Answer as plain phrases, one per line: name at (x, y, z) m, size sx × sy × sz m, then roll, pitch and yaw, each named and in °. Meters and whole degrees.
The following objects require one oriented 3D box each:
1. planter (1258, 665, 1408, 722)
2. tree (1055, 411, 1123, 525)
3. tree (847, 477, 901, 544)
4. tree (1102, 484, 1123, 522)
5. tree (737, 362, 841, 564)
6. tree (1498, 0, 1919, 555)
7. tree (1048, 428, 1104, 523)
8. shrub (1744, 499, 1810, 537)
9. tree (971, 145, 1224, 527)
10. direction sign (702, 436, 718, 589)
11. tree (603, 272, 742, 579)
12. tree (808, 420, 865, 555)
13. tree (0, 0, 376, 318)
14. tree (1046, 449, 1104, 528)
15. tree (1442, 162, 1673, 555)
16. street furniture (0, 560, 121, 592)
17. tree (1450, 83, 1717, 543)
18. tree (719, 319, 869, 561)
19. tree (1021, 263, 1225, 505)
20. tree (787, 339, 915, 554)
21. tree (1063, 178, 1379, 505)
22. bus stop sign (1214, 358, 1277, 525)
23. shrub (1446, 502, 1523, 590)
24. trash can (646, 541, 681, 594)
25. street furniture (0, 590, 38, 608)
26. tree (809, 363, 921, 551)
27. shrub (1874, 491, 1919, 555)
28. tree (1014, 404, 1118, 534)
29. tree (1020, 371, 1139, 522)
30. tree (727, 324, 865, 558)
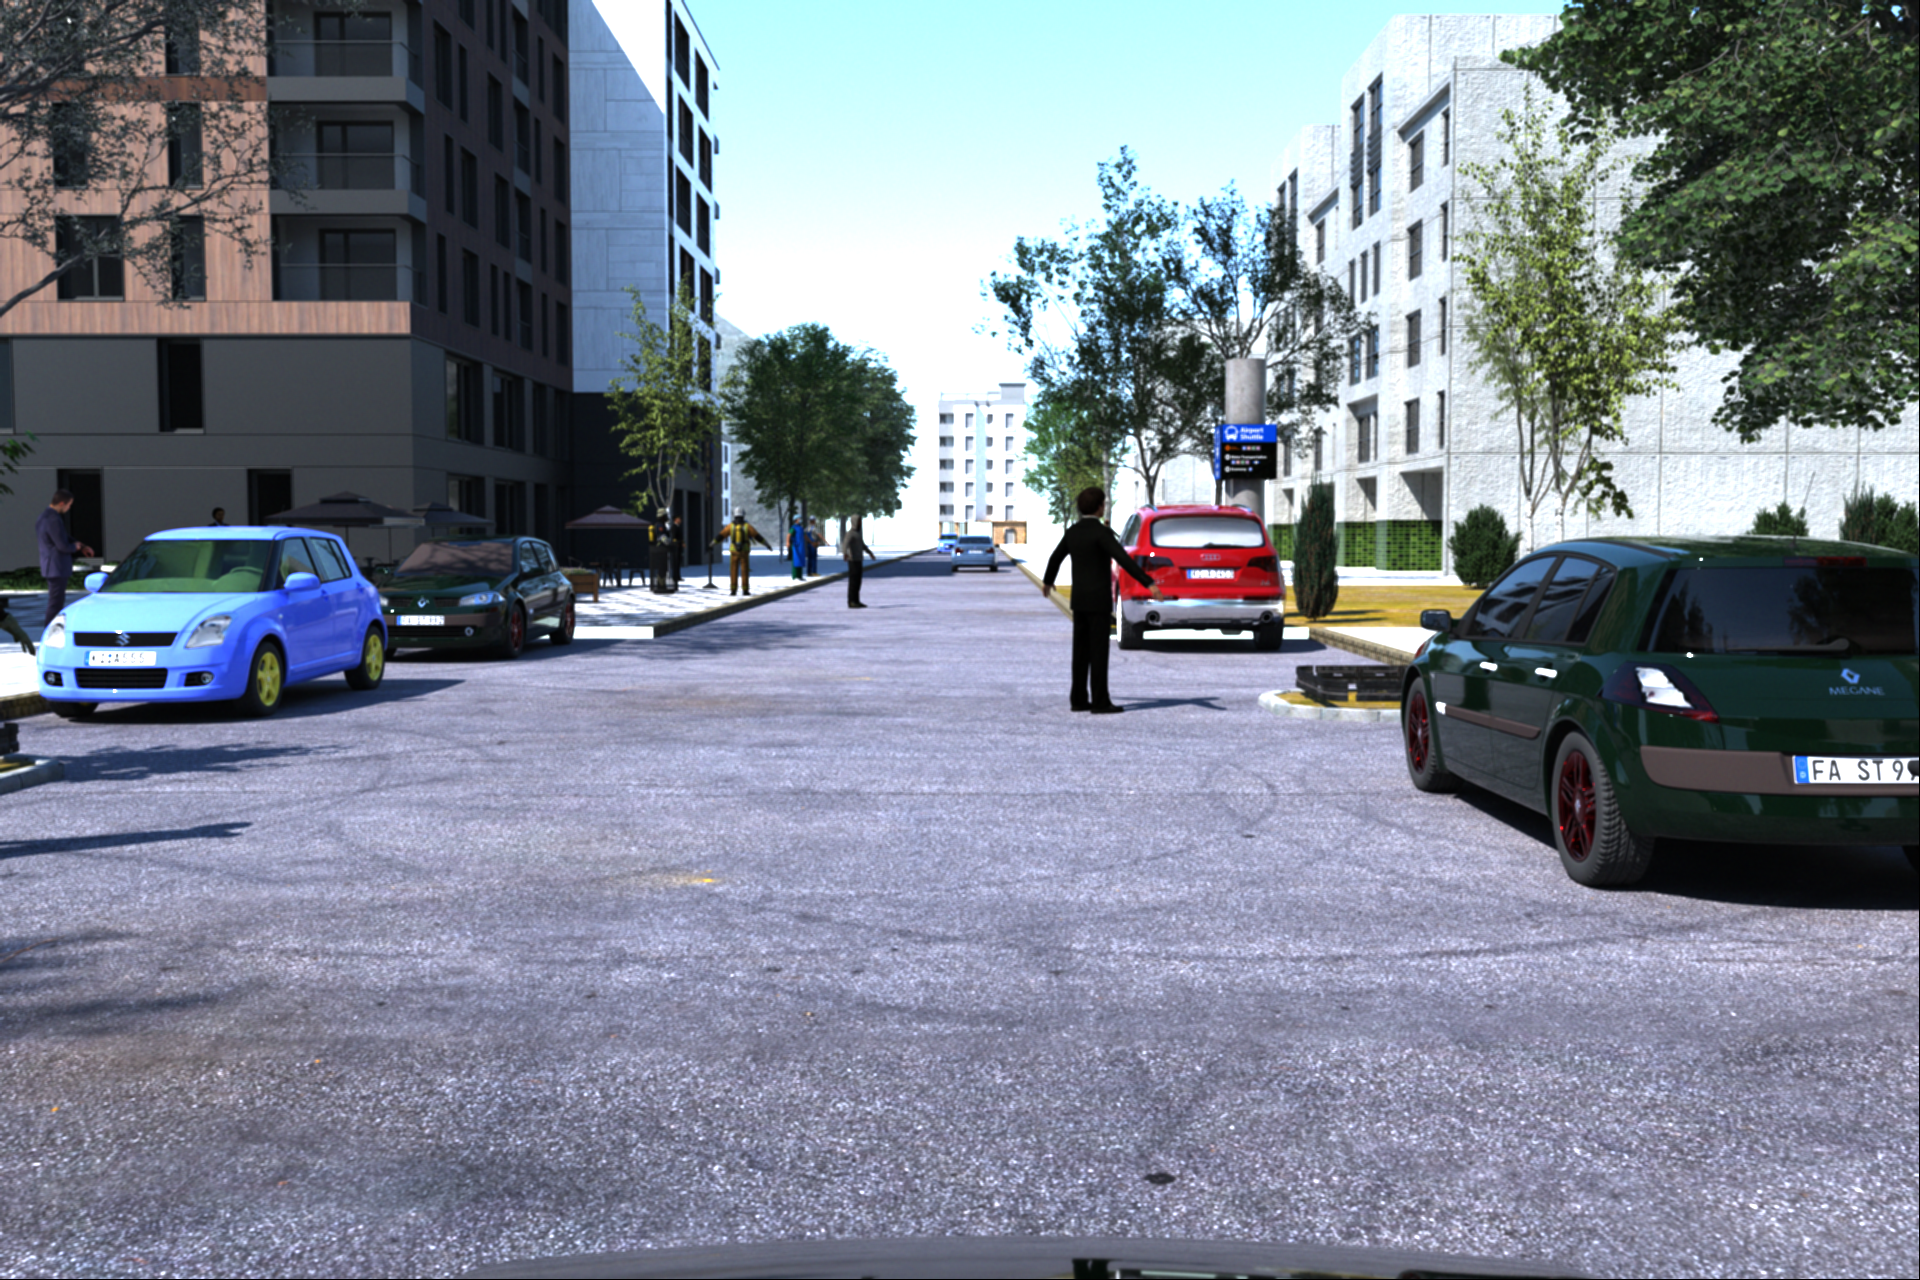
planter at (3.497, 0.427, 14.165) m, size 1.991 × 0.319 × 1.994 m, roll 0°, pitch 4°, yaw 0°
tree at (7.801, -9.201, 100.800) m, size 4.737 × 8.622 × 4.395 m, roll 0°, pitch 3°, yaw 0°
tree at (-10.544, -17.223, 216.005) m, size 7.601 × 10.594 × 8.767 m, roll 0°, pitch 4°, yaw -8°
tree at (18.029, -16.134, 214.159) m, size 4.737 × 8.622 × 4.395 m, roll 0°, pitch 3°, yaw 0°
tree at (-7.522, -7.626, 75.051) m, size 4.737 × 8.622 × 4.395 m, roll 0°, pitch 3°, yaw 0°
tree at (9.660, -6.727, 16.637) m, size 9.857 × 13.997 × 8.962 m, roll 0°, pitch 3°, yaw 0°
tree at (8.114, -10.215, 117.371) m, size 4.737 × 8.622 × 4.395 m, roll 0°, pitch 3°, yaw 0°
shrub at (18.690, -2.168, 39.493) m, size 1.661 × 2.075 × 1.752 m, roll 0°, pitch 3°, yaw 0°
tree at (6.941, -14.146, 87.169) m, size 12.611 × 20.169 × 13.585 m, roll 0°, pitch 3°, yaw 0°
direction sign at (-5.858, -2.968, 40.529) m, size 0.379 × 3.537 × 0.876 m, roll 0°, pitch 4°, yaw 2°
tree at (-8.338, -6.057, 49.392) m, size 4.737 × 8.622 × 4.395 m, roll 0°, pitch 3°, yaw 0°
tree at (-7.425, -9.473, 105.242) m, size 4.360 × 8.622 × 3.978 m, roll 0°, pitch 3°, yaw 0°
tree at (-11.433, -6.595, 18.199) m, size 12.009 × 13.543 × 11.850 m, roll 0°, pitch 3°, yaw 0°
tree at (14.741, -18.491, 220.447) m, size 7.486 × 12.596 × 7.792 m, roll 0°, pitch 3°, yaw 0°
tree at (11.397, -5.172, 34.921) m, size 4.360 × 8.622 × 3.978 m, roll 0°, pitch 3°, yaw 0°
street furniture at (-24.039, -1.492, 40.026) m, size 10.072 × 0.657 × 5.734 m, roll 0°, pitch 4°, yaw -8°
tree at (10.204, -4.787, 28.628) m, size 4.737 × 8.622 × 4.395 m, roll 0°, pitch 3°, yaw 0°
tree at (-7.988, -9.630, 83.213) m, size 9.928 × 11.665 × 9.643 m, roll 0°, pitch 3°, yaw 0°
tree at (6.592, -7.648, 59.453) m, size 8.767 × 10.594 × 7.601 m, roll -2°, pitch 4°, yaw -31°
tree at (-7.821, -12.700, 114.301) m, size 9.857 × 13.997 × 8.962 m, roll 0°, pitch 3°, yaw 0°
tree at (6.797, -6.851, 46.419) m, size 8.767 × 10.594 × 7.601 m, roll 1°, pitch 4°, yaw 11°
bus stop sign at (4.322, -2.279, 26.278) m, size 0.837 × 3.901 × 0.837 m, roll 0°, pitch 4°, yaw 2°
shrub at (12.160, -2.187, 40.178) m, size 1.690 × 2.028 × 1.600 m, roll 0°, pitch 3°, yaw 0°
trash can at (-6.365, -1.564, 37.221) m, size 0.748 × 1.137 × 0.748 m, roll 0°, pitch 3°, yaw 0°
street furniture at (-19.390, -1.310, 28.280) m, size 9.812 × 1.723 × 11.010 m, roll 1°, pitch 4°, yaw 22°
tree at (-7.619, -13.598, 128.986) m, size 9.857 × 13.997 × 8.962 m, roll 0°, pitch 3°, yaw 0°
shrub at (17.041, -1.700, 31.835) m, size 1.661 × 2.075 × 1.752 m, roll 0°, pitch 3°, yaw 0°
tree at (7.737, -12.188, 125.028) m, size 9.928 × 11.665 × 9.643 m, roll 0°, pitch 3°, yaw 0°
tree at (7.534, -11.206, 108.975) m, size 9.928 × 11.665 × 9.643 m, roll 0°, pitch 3°, yaw 0°
tree at (-8.847, -10.750, 93.884) m, size 7.486 × 12.596 × 7.792 m, roll 0°, pitch 3°, yaw 0°
